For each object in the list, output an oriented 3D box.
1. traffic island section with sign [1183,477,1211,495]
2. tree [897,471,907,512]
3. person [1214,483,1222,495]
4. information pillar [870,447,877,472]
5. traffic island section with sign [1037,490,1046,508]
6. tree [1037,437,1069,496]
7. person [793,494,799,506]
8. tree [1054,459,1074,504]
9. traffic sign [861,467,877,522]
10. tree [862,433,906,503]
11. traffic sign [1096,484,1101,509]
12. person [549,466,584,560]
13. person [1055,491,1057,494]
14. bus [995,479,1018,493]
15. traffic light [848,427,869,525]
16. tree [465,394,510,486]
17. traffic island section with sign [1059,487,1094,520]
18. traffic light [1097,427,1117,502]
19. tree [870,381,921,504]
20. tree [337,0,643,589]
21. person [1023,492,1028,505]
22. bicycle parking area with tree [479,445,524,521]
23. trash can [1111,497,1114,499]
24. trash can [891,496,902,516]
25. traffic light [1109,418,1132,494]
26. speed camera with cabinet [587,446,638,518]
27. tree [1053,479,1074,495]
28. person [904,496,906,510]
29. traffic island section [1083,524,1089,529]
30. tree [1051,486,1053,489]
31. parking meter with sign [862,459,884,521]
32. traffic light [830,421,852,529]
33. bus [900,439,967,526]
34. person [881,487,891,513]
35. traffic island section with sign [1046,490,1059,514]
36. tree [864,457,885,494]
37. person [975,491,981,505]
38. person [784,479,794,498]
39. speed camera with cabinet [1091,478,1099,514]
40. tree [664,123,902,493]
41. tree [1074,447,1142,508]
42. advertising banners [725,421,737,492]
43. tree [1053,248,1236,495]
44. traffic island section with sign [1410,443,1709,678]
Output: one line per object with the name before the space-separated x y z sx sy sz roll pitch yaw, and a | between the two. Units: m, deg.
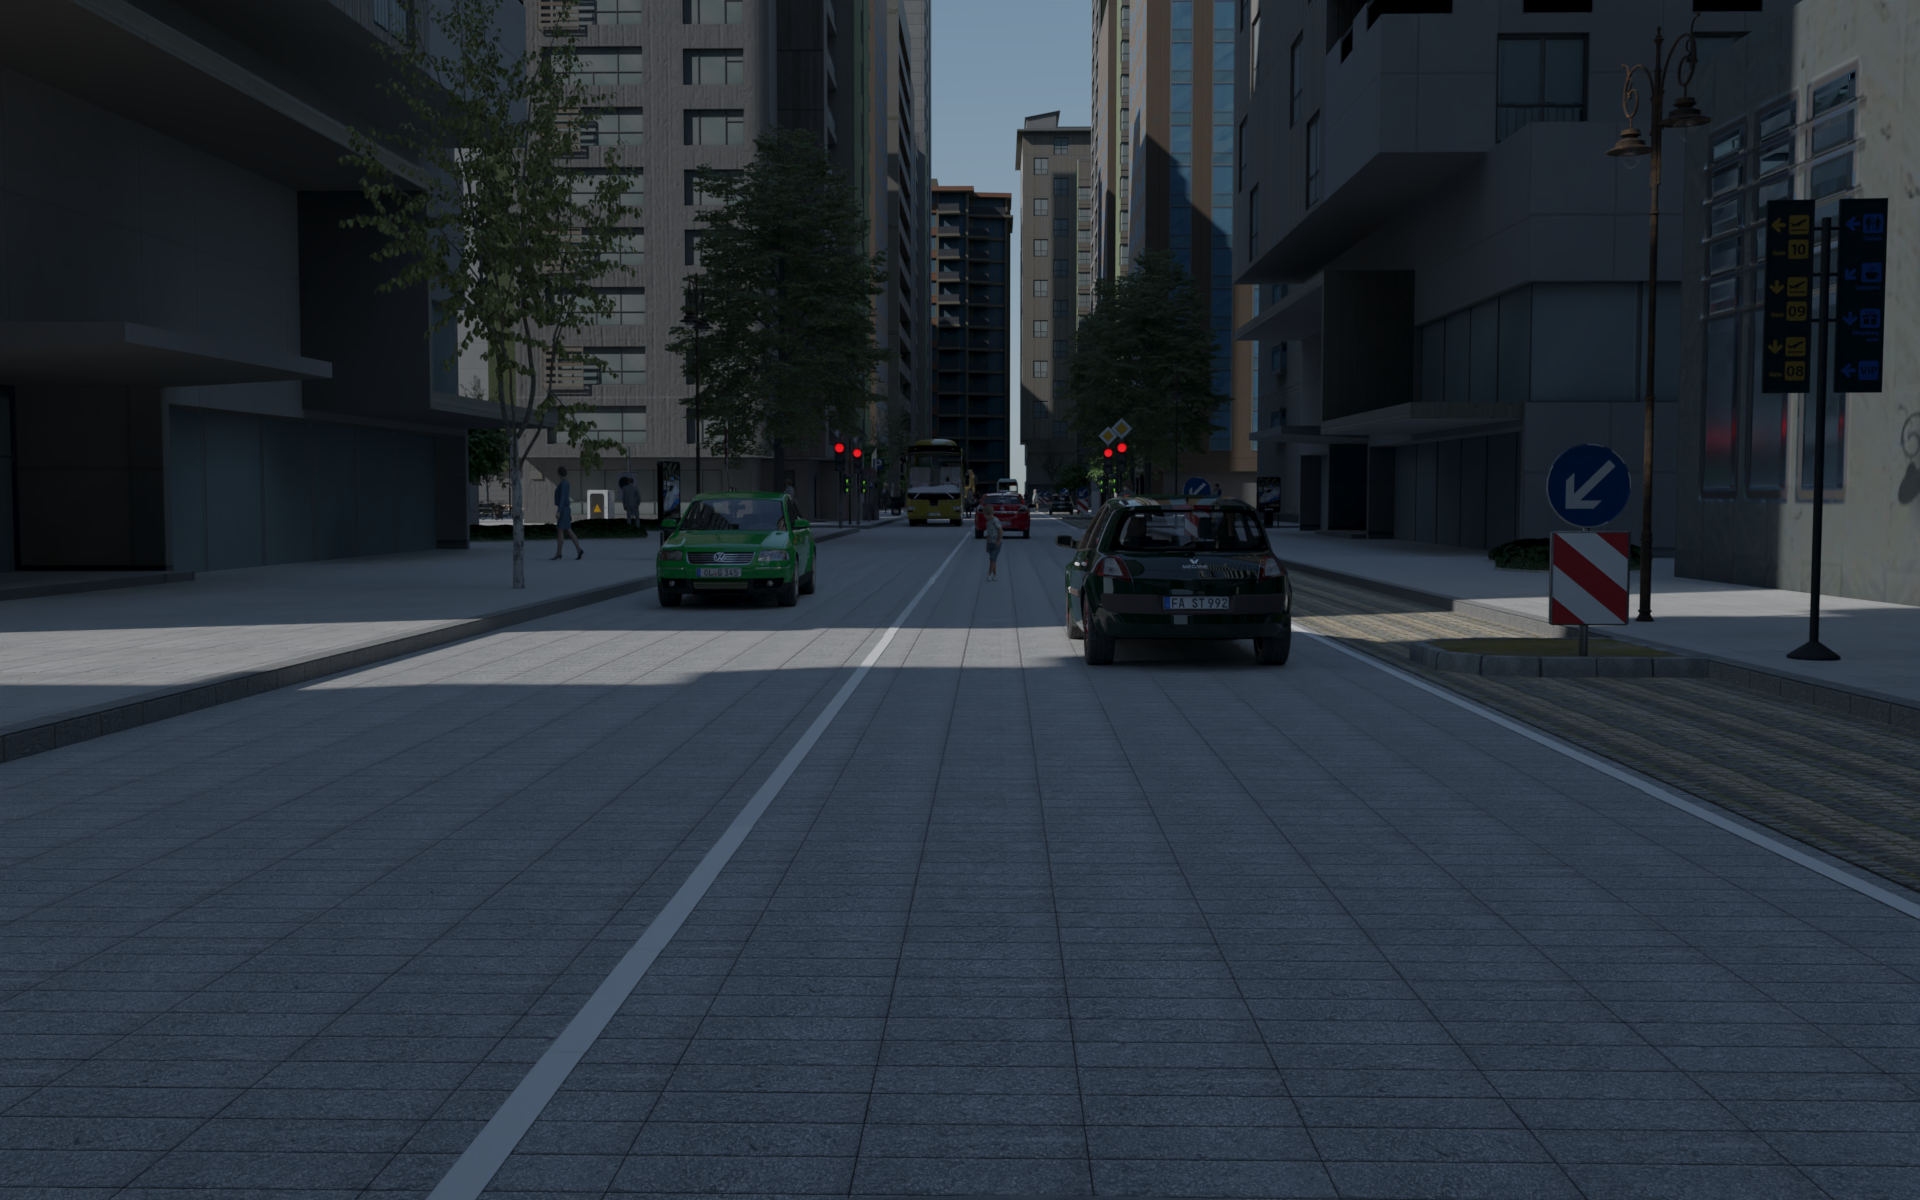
traffic island section with sign | 5.462 -2.000 41.330 1.989 1.847 2.006 0 4 1
tree | -3.708 -7.977 125.022 1.663 3.219 1.824 0 3 0
person | 12.826 -4.896 86.116 0.654 1.822 0.581 -2 4 -25
information pillar | -4.287 -5.788 85.992 0.183 3.616 0.504 2 4 29
traffic island section with sign | 9.102 -11.751 200.756 1.989 1.847 2.006 0 4 1
tree | 11.641 -16.340 217.514 4.360 8.622 3.978 0 3 0
person | -6.911 -3.762 71.829 0.475 1.303 0.640 0 4 3
tree | 10.268 -10.607 157.137 4.285 4.588 4.351 0 3 0
traffic sign | -4.217 -4.897 80.179 0.768 2.556 0.104 0 4 6
tree | -5.160 -6.710 93.425 4.285 4.588 4.351 0 3 0
traffic sign | 8.746 -6.612 108.210 0.768 2.556 0.104 0 4 6
person | -7.650 -1.685 33.610 0.654 1.822 0.581 1 4 15
person | 12.254 -13.167 222.259 0.436 1.711 0.756 0 4 6
bus | 5.838 -13.469 215.076 2.948 3.499 13.247 0 4 1
traffic light | -4.236 -5.093 72.186 0.839 4.253 0.868 0 4 1
tree | -16.328 -4.483 57.016 4.285 4.588 4.351 0 3 0
traffic island section with sign | 6.746 -5.427 97.366 1.989 1.847 2.006 0 4 1
traffic light | 6.122 -5.079 71.966 0.839 4.253 0.868 0 4 1
tree | -4.461 -9.944 112.951 4.360 8.622 3.978 0 3 0
tree | -5.993 -4.446 23.048 4.737 8.622 4.395 0 3 0
person | 7.512 -11.603 199.136 0.541 1.710 0.530 1 4 22
bicycle parking area with tree | -24.022 -6.133 87.280 8.231 4.147 9.016 -3 4 -37
trash can | 8.648 -5.141 95.701 0.748 1.137 0.748 0 3 0
trash can | -3.813 -5.615 103.459 0.748 1.137 0.748 0 3 0
traffic light | 5.940 -4.591 63.983 0.839 4.253 0.868 0 4 1
speed camera with cabinet | -14.417 -4.739 71.817 2.038 3.252 0.660 1 4 15
tree | 10.111 -10.267 162.462 1.663 3.219 1.824 0 3 0
person | -4.300 -8.284 142.482 0.512 1.701 0.522 -3 4 -37
traffic island section | 6.162 -3.046 72.079 2.009 0.180 2.903 0 4 1
tree | 12.138 -13.252 211.275 1.663 3.219 1.824 0 3 0
parking meter with sign | -4.283 -5.405 84.624 0.543 3.016 1.738 1 4 19
traffic light | -4.419 -4.604 64.203 0.839 4.253 0.868 0 4 1
bus | -1.068 -5.457 80.764 2.896 3.916 12.252 0 4 1
person | -5.015 -6.737 115.976 0.659 1.850 0.755 1 4 15
traffic island section with sign | 7.382 -7.116 124.981 1.989 1.847 2.006 0 4 1
tree | -4.609 -5.798 89.390 1.663 3.219 1.824 0 3 0
person | 1.598 -8.652 150.788 0.721 1.723 1.217 1 4 14
person | -5.696 -3.179 58.242 0.641 1.798 0.478 3 4 37
speed camera with cabinet | 8.711 -7.125 110.836 0.660 3.252 2.038 0 4 5
tree | -5.311 -8.277 53.456 7.486 12.596 7.792 0 3 0
tree | 9.255 -7.357 104.002 4.285 4.588 4.351 0 3 0
advertising banners | -5.415 -2.739 40.967 0.090 3.025 2.074 -1 4 -14
tree | 8.973 -9.893 79.872 7.486 12.596 7.792 0 3 0
traffic island section with sign | 4.848 -0.352 14.382 1.989 1.847 2.006 0 4 1
